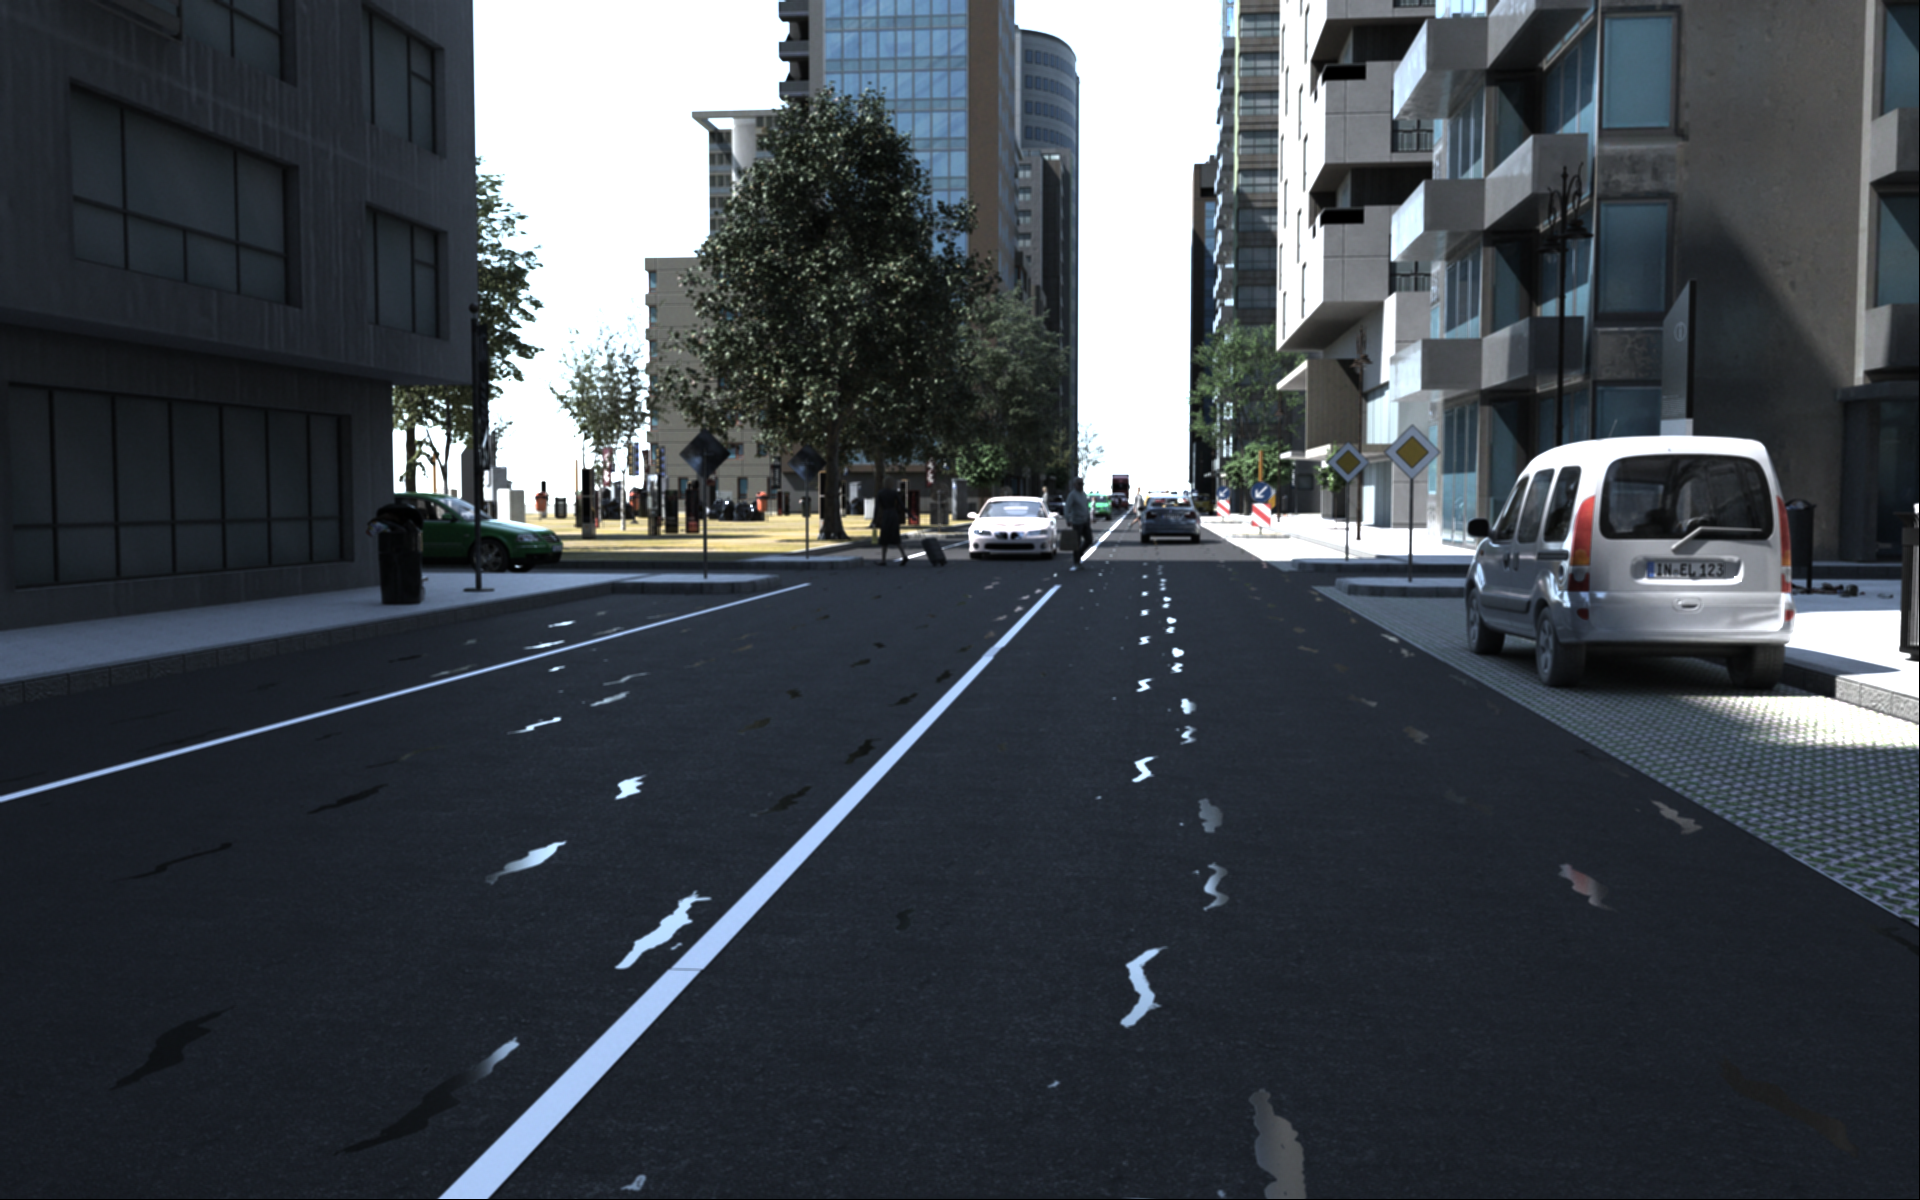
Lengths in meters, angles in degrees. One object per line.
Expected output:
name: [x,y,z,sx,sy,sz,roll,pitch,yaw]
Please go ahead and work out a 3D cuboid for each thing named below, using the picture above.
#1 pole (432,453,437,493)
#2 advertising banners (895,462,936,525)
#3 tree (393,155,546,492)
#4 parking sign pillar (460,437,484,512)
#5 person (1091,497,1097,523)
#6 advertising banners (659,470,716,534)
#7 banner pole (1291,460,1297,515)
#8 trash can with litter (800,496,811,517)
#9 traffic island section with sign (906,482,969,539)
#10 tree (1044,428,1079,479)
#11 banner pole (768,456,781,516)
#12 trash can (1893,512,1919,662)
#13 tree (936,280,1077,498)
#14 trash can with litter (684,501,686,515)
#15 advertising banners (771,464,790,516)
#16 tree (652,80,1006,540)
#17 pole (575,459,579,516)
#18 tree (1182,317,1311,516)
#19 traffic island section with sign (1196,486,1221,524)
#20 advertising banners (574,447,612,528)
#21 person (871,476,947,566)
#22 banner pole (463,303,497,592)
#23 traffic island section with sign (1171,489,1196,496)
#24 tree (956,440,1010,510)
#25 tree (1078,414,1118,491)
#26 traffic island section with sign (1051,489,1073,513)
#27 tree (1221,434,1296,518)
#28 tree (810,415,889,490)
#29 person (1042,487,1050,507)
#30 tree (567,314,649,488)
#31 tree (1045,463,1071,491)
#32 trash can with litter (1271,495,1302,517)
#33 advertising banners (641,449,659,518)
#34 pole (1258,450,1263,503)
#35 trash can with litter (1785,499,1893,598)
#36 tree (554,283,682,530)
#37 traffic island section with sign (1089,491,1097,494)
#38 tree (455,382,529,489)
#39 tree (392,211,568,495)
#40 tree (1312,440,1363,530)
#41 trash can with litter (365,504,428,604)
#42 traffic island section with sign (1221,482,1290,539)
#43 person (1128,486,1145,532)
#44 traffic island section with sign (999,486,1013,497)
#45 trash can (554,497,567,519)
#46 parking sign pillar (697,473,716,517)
pole: [-26.147,-5.650,86.219,0.158,3.312,0.155,0,3,0]
advertising banners: [-1.932,-4.595,71.324,2.074,3.025,0.090,0,4,-1]
tree: [-15.499,-8.066,50.005,7.486,12.596,7.792,0,3,0]
parking sign pillar: [-22.058,-5.494,78.307,1.447,3.967,1.447,3,5,44]
person: [6.582,-4.468,85.826,0.394,1.301,0.425,1,4,12]
advertising banners: [-8.789,-3.698,56.651,2.074,3.025,0.090,-3,4,-36]
banner pole: [20.298,-7.038,105.080,0.401,3.779,0.863,-1,4,-20]
trash can with litter: [-8.550,-5.172,95.956,0.624,1.170,1.055,0,4,-1]
traffic island section with sign: [-0.652,-2.933,56.586,1.989,1.847,2.006,0,4,6]
tree: [10.381,-14.386,185.569,4.737,8.622,4.395,0,3,0]
banner pole: [-10.839,-6.798,101.156,0.863,3.779,0.401,-1,4,-13]
trash can: [7.550,-0.098,13.261,0.748,1.137,0.748,0,3,0]
tree: [2.007,-11.986,102.634,9.857,13.997,8.962,0,3,0]
trash can with litter: [-16.454,-5.822,106.573,1.055,1.170,0.624,2,4,29]
advertising banners: [-10.708,-6.534,103.019,0.090,3.025,2.074,2,4,27]
tree: [-3.566,-8.026,48.230,9.611,12.733,9.660,0,3,0]
pole: [-22.253,-6.527,100.552,0.158,3.312,0.155,0,3,0]
tree: [16.798,-10.699,100.678,9.928,11.665,9.643,0,3,0]
traffic island section with sign: [12.408,-4.523,82.572,1.989,1.847,2.006,0,4,6]
advertising banners: [-13.837,-4.230,65.350,2.074,3.025,0.090,2,4,35]
person: [-1.077,-1.584,34.622,1.509,1.804,0.699,2,4,27]
banner pole: [-6.259,-1.995,22.634,0.401,3.779,0.863,-2,4,-31]
traffic island section with sign: [20.679,-9.229,159.521,1.989,1.847,2.006,0,4,6]
tree: [1.193,-6.821,95.234,4.285,4.588,4.351,0,3,0]
tree: [19.041,-21.737,265.762,12.009,13.543,11.850,0,3,0]
traffic island section with sign: [7.594,-7.636,133.470,1.989,1.847,2.006,0,4,6]
tree: [16.743,-6.750,94.073,4.285,4.588,4.351,0,3,0]
tree: [-4.122,-8.097,82.745,4.360,8.622,3.978,0,3,0]
person: [4.301,-4.765,86.592,0.728,1.800,0.709,0,4,-5]
tree: [-15.271,-7.423,71.724,4.737,8.622,4.395,0,3,0]
tree: [9.872,-12.006,180.007,4.285,4.588,4.351,0,3,0]
trash can with litter: [18.581,-5.362,98.734,1.678,1.210,2.233,0,4,7]
advertising banners: [-11.987,-4.435,68.700,0.090,3.025,2.074,2,4,29]
pole: [14.061,-5.330,80.988,0.158,3.312,0.155,0,3,0]
trash can with litter: [10.967,-0.689,22.318,1.678,1.210,2.233,-1,4,-14]
tree: [-11.877,-6.777,61.162,4.360,8.622,3.978,0,3,0]
traffic island section with sign: [19.321,-14.316,242.694,1.989,1.847,2.006,0,4,6]
tree: [-24.829,-8.561,90.334,4.360,8.622,3.978,0,3,0]
tree: [-12.090,-5.463,39.685,4.737,8.622,4.395,0,3,0]
tree: [13.433,-4.148,62.417,1.663,3.219,1.824,0,3,0]
trash can with litter: [-6.630,-0.555,20.456,0.624,1.170,1.055,-1,4,-12]
traffic island section with sign: [9.527,-2.880,55.717,1.989,1.847,2.006,0,4,6]
person: [6.765,-3.469,65.965,0.760,1.731,0.466,1,4,16]
traffic island section with sign: [2.275,-4.604,83.902,1.989,1.847,2.006,0,4,6]
trash can: [-20.904,-4.833,90.672,0.748,1.137,0.748,0,3,0]
parking sign pillar: [-14.044,-6.568,95.852,1.447,3.967,1.447,-3,5,-42]
